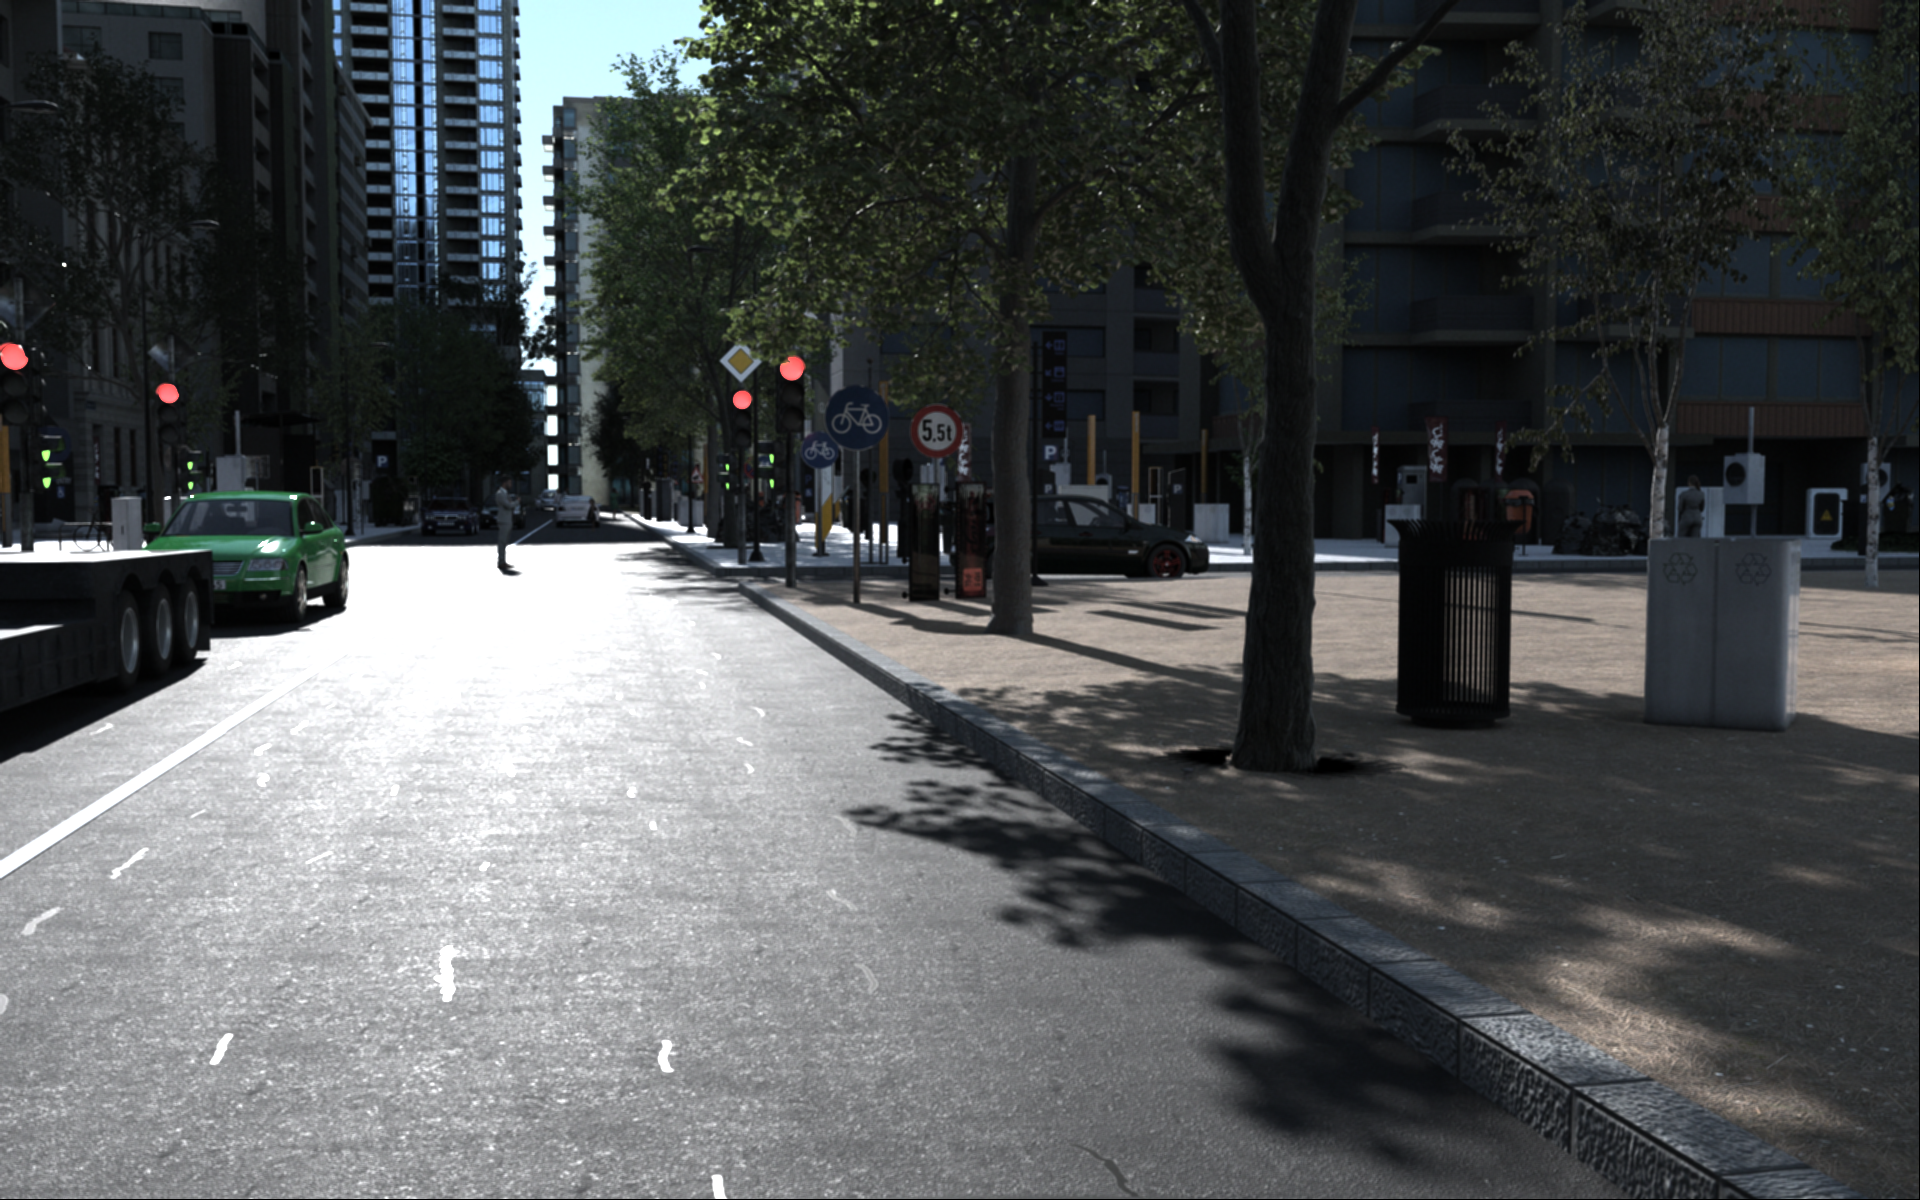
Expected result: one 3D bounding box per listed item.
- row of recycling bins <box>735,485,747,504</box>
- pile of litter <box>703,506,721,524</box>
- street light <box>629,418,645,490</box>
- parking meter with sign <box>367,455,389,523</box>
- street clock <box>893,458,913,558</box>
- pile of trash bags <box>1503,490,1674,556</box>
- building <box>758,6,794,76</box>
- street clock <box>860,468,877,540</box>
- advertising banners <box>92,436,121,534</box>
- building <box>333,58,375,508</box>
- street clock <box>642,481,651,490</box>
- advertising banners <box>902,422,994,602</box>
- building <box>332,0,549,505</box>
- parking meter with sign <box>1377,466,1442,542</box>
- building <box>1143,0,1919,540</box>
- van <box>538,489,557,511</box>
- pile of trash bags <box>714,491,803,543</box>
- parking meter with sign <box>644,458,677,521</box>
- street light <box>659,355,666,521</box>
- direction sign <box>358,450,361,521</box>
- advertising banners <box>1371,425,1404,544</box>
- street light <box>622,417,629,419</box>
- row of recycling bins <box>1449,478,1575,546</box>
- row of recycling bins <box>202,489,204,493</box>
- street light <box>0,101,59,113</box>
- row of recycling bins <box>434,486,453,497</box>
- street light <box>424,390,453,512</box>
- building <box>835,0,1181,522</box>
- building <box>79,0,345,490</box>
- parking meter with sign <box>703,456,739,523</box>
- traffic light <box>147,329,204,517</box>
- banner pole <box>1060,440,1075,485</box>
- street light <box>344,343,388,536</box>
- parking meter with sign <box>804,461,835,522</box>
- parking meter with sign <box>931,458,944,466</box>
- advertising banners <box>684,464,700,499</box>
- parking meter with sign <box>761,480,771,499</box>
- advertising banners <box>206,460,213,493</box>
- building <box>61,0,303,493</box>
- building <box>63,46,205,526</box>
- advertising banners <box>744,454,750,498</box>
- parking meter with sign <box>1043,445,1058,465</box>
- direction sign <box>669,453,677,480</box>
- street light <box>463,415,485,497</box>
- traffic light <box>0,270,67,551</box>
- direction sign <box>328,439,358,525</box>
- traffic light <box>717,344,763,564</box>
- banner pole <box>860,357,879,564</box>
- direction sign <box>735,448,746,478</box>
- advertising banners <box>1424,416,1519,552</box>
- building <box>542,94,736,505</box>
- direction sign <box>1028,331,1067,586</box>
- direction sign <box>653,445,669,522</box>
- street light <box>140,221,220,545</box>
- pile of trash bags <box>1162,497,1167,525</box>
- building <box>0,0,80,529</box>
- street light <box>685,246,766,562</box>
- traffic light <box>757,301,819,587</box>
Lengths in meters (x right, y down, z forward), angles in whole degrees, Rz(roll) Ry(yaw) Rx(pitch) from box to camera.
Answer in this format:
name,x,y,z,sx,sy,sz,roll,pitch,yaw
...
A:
name,x,y,z,sx,sy,sz,roll,pitch,yaw
row of recycling bins,-10.413,-4.526,81.110,1.069,1.692,3.534,-1,4,-11
pile of litter,-10.115,-3.635,73.400,1.719,0.858,1.176,3,4,38
street light,-14.621,-6.652,81.294,1.470,5.913,1.316,-1,4,-12
parking meter with sign,-25.939,-4.946,77.133,0.543,3.016,1.738,0,4,-2
street clock,-1.150,-1.855,34.902,0.358,2.002,0.471,2,4,26
pile of trash bags,13.087,-1.626,36.334,3.447,1.369,1.912,0,4,-6
building,-6.949,-32.942,158.206,23.786,49.044,30.456,-1,4,-12
street clock,-2.575,-2.691,48.572,0.471,2.002,0.358,0,4,1
advertising banners,-26.089,-3.472,52.962,0.090,3.025,2.074,0,4,-6
building,-62.992,-27.810,146.569,23.993,40.220,32.217,-1,4,-12
street clock,-17.662,-5.697,97.723,0.471,2.002,0.358,-3,5,-44
advertising banners,0.111,-1.531,21.218,2.074,3.025,0.090,-3,5,-41
building,-64.646,-54.402,202.140,31.000,86.520,22.319,-1,4,-12
parking meter with sign,12.175,-3.089,46.768,1.738,3.016,0.543,0,4,-4
building,21.307,-24.748,59.259,28.867,44.769,22.147,-1,4,-12
van,-35.079,-8.644,148.341,2.013,2.044,4.112,-1,4,-13
pile of trash bags,-5.189,-2.279,47.011,1.912,1.369,3.447,1,4,20
parking meter with sign,-14.272,-5.335,83.488,1.738,3.016,0.543,0,4,7
street light,-9.437,-5.167,57.020,1.470,5.913,1.316,-1,4,-12
direction sign,-28.289,-5.454,81.172,0.379,3.537,0.876,-2,4,-34
advertising banners,11.083,-2.984,44.975,0.090,3.025,2.074,3,4,38
street light,-19.747,-8.106,105.079,1.470,5.913,1.316,-1,4,-12
row of recycling bins,14.072,-2.276,44.322,1.069,1.692,3.534,-3,5,-39
row of recycling bins,-43.182,-5.350,94.587,3.534,1.692,1.069,-1,4,-21
street light,-11.355,-2.935,20.531,1.470,5.913,1.316,-1,4,-12
row of recycling bins,-28.358,-5.353,94.632,1.069,1.692,3.534,-2,4,-26
street light,-23.379,-6.423,77.562,1.470,5.913,1.316,-1,4,-12
building,1.963,-33.781,94.323,21.231,58.520,28.212,-1,4,-12
building,-51.238,-26.666,119.589,14.154,41.232,14.086,-1,4,-12
parking meter with sign,-10.717,-5.042,78.695,1.738,3.016,0.543,-2,4,-26
traffic light,-13.408,-2.487,29.591,0.839,4.253,0.868,-1,4,-12
banner pole,5.041,-5.525,80.353,0.863,3.779,0.401,0,3,0
street light,-18.285,-4.940,53.317,1.470,5.913,1.316,-1,4,-12
parking meter with sign,-6.505,-5.174,80.858,1.738,3.016,0.543,3,5,44
parking meter with sign,-1.052,-4.917,76.661,0.543,3.016,1.738,0,4,4
advertising banners,-15.578,-6.393,100.708,0.090,3.025,2.074,-2,4,-34
parking meter with sign,-10.415,-5.922,93.081,0.543,3.016,1.738,-1,4,-14
advertising banners,-39.028,-5.741,90.048,0.090,3.025,2.074,-2,4,-33
building,-48.981,-20.447,106.012,14.160,30.474,14.107,-1,4,-12
building,-41.595,-14.716,76.760,11.583,22.565,21.152,-1,4,-12
advertising banners,-9.319,-4.868,75.778,0.090,3.025,2.074,0,4,-1
parking meter with sign,3.184,-3.934,60.576,0.543,3.016,1.738,0,4,1
direction sign,-15.936,-6.301,95.017,0.876,3.537,0.379,0,4,7
street light,-28.483,-7.878,101.351,1.470,5.913,1.316,-1,4,-12
traffic light,-11.752,-2.010,21.778,0.839,4.253,0.868,-1,4,-12
direction sign,-25.566,-4.878,71.759,0.876,3.537,0.379,-2,4,-30
traffic light,-4.008,-2.610,31.591,0.839,4.253,0.868,-1,4,-12
banner pole,-1.650,-2.562,31.900,0.401,3.779,0.863,0,4,-4
direction sign,-10.882,-5.742,85.876,0.379,3.537,0.876,-3,5,-43
advertising banners,11.375,-2.590,38.530,2.074,3.025,0.090,1,4,13
building,-34.685,-36.116,210.110,30.456,49.044,23.786,-1,4,-12
direction sign,1.047,-1.968,24.170,0.876,3.537,0.379,0,4,-1
direction sign,-13.924,-5.370,79.791,0.379,3.537,0.876,-3,4,-38
street light,-13.284,-3.484,29.507,1.470,5.913,1.316,-1,4,-12
pile of trash bags,9.718,-3.842,72.570,3.447,1.369,1.912,2,4,28
building,-37.734,-14.150,50.411,14.314,24.678,30.058,-1,4,-12
street light,-4.401,-3.678,32.678,1.470,5.913,1.316,-1,4,-12
traffic light,-2.352,-2.132,23.779,0.839,4.253,0.868,-1,4,-12
